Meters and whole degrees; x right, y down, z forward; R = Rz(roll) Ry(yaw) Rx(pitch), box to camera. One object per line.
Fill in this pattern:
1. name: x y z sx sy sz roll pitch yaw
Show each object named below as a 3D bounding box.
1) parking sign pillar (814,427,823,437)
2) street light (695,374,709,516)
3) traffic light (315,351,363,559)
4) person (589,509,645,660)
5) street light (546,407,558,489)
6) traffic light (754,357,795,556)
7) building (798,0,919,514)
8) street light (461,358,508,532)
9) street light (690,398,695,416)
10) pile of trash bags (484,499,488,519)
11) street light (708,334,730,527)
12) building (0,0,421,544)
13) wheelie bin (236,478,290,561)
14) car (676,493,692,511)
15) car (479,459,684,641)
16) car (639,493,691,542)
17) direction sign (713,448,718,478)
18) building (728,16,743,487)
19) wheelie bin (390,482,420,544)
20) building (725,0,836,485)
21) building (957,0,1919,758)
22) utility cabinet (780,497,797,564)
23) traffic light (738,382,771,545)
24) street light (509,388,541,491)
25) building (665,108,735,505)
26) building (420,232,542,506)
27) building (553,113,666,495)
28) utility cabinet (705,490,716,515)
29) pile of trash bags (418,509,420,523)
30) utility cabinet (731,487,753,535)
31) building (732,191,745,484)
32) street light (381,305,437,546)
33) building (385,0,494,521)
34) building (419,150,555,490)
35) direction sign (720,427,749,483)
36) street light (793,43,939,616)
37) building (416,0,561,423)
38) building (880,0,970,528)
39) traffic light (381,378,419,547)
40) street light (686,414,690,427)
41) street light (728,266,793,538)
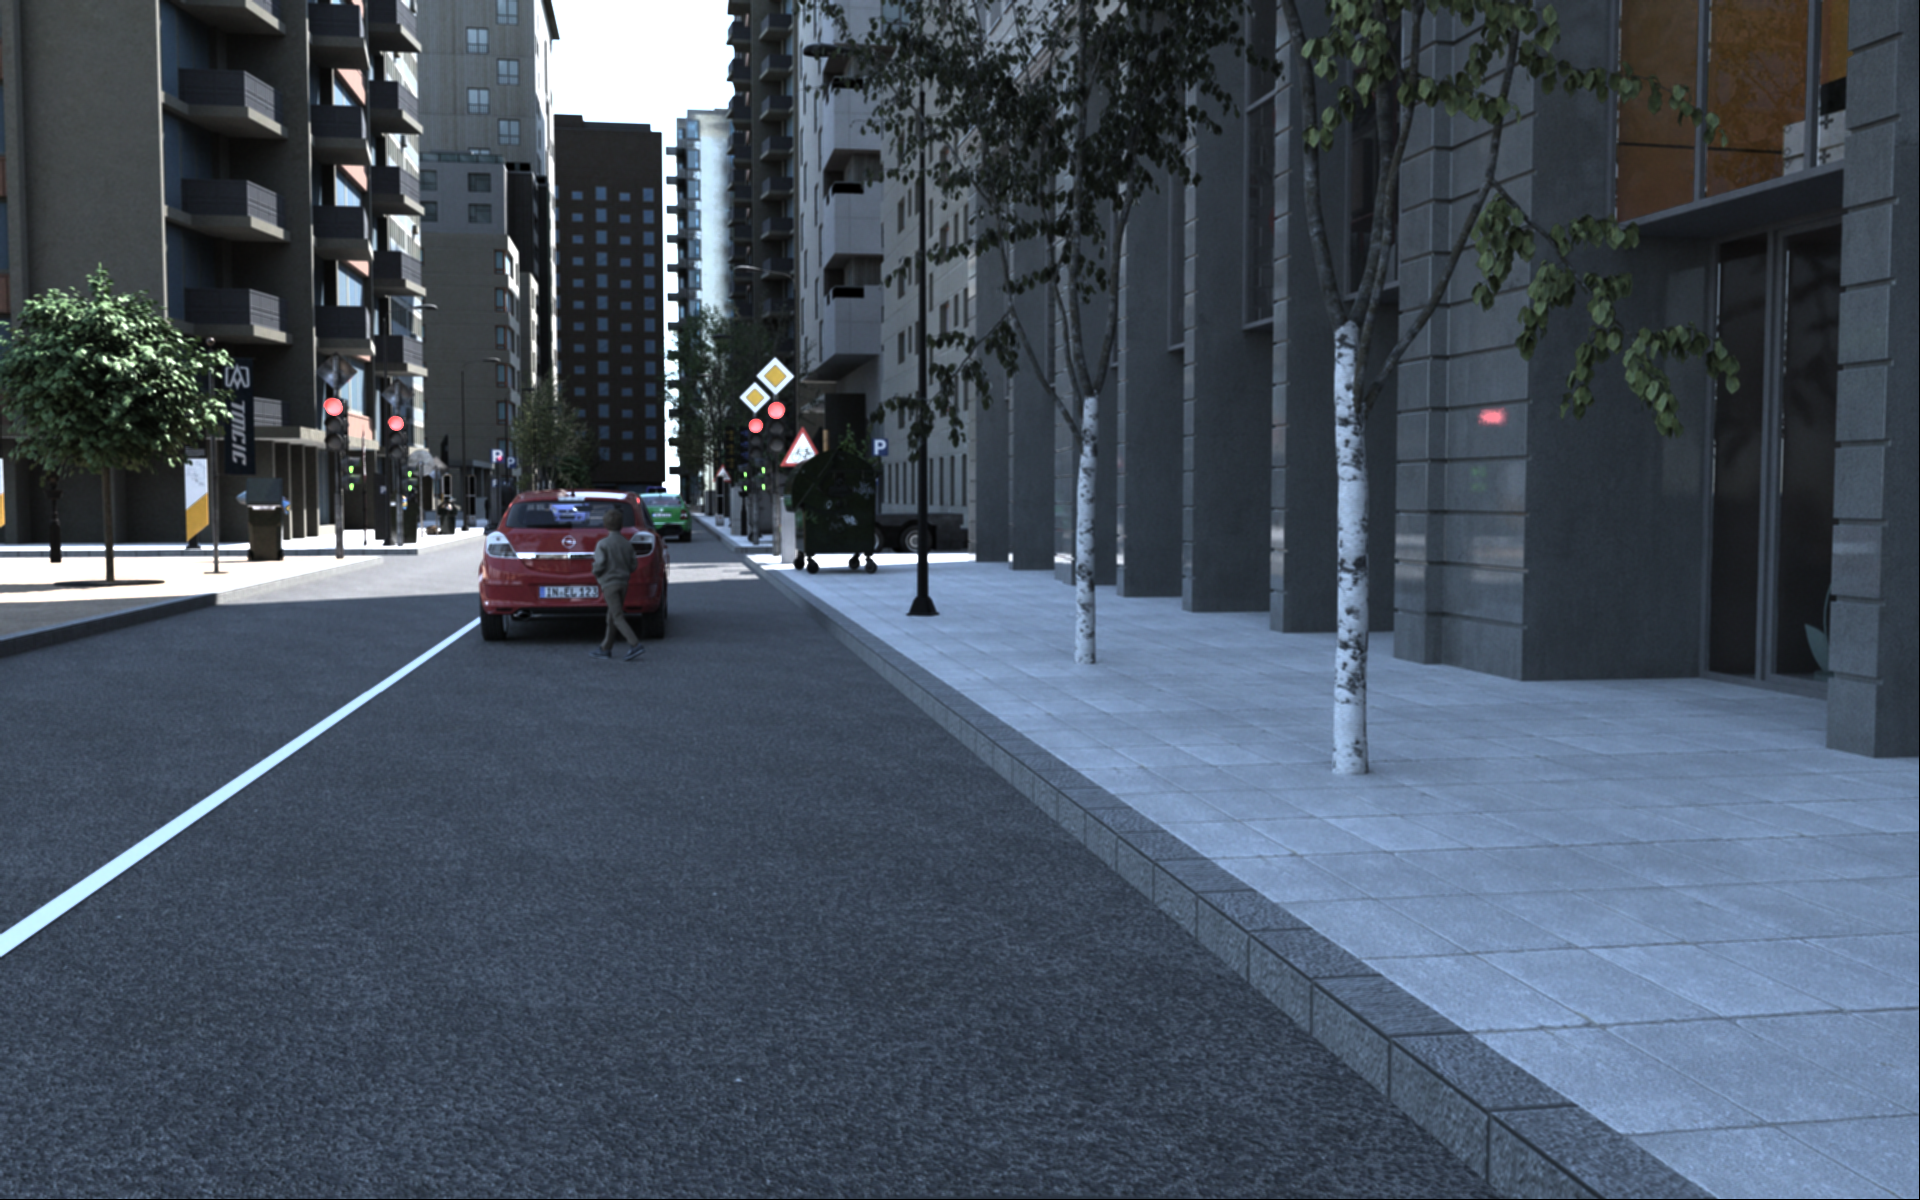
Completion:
1. parking sign pillar: -5.758 -5.007 70.337 1.447 3.967 1.447 -2 4 -27
2. street light: -9.395 -5.793 67.256 1.470 5.913 1.316 -1 4 -10
3. traffic light: -12.238 -2.764 34.112 0.839 4.253 0.868 -1 4 -10
4. person: -2.993 -0.135 14.972 0.640 1.303 0.475 2 4 25
5. street light: -22.145 -7.334 92.458 1.470 5.913 1.316 -1 4 -10
6. traffic light: -3.802 -2.853 35.566 0.839 4.253 0.868 -1 4 -10
7. building: 4.844 -31.401 102.648 28.713 52.752 27.495 -1 4 -10
8. street light: -16.448 -5.310 59.364 1.470 5.913 1.316 -1 4 -10
9. street light: -12.180 -6.805 83.808 1.470 5.913 1.316 -1 4 -10
10. pile of trash bags: -23.167 -4.781 87.921 1.912 1.369 3.447 -2 4 -23
11. street light: -6.497 -4.773 50.577 1.470 5.913 1.316 -1 4 -10
12. building: -29.785 -24.508 55.333 22.147 44.769 28.867 -1 4 -10
13. wheelie bin: -13.432 -1.561 33.427 0.980 1.594 0.693 -1 4 -17
14. car: -14.558 -4.762 86.893 2.155 1.783 4.494 0 4 -8
15. car: -4.043 -0.580 18.528 2.155 1.783 4.494 -1 4 -9
16. car: -9.174 -2.696 52.879 1.959 1.807 4.718 -1 4 -11
17. direction sign: -11.953 -5.756 86.111 0.379 3.537 0.876 2 4 34
18. building: -15.009 -45.394 180.439 20.563 71.187 20.611 -1 4 -10
19. wheelie bin: -14.396 -2.260 44.852 0.693 1.594 0.980 -3 4 -37
20. building: -7.747 -29.816 142.115 22.147 44.769 28.867 -1 4 -10
21. building: 7.937 -14.768 18.947 11.434 29.767 29.804 -1 4 -10
22. utility cabinet: -3.163 -1.281 32.101 0.306 1.237 1.020 0 4 -5
23. traffic light: -5.148 -3.334 43.437 0.839 4.253 0.868 -1 4 -10
24. street light: -19.319 -6.322 75.913 1.470 5.913 1.316 -1 4 -10
25. building: -21.149 -36.476 215.983 30.456 49.044 23.786 -1 4 -10
26. building: -46.110 -17.276 127.499 27.650 21.520 28.899 -1 4 -10
27. building: -42.685 -34.115 207.885 14.200 45.320 14.600 -1 4 -10
28. utility cabinet: -14.887 -5.783 103.227 0.318 1.500 1.173 1 4 13
29. pile of trash bags: -26.001 -4.159 77.745 3.447 1.369 1.912 -1 4 -20
30. utility cabinet: -6.578 -2.784 54.193 1.173 1.500 0.318 -2 4 -31
31. building: -14.433 -23.979 163.756 14.160 30.474 14.107 -1 4 -10
32. street light: -13.523 -4.282 42.556 1.470 5.913 1.316 -1 4 -10
33. building: -41.196 -24.251 88.390 32.217 40.220 23.993 -1 4 -10
34. building: -42.825 -23.111 149.559 14.160 30.474 14.107 -1 4 -10
35. direction sign: -7.530 -4.072 58.571 0.876 3.537 0.379 -2 4 -31
36. street light: -0.929 -2.787 18.113 1.470 5.913 1.316 -1 4 -10
37. building: -53.796 -35.524 170.058 27.495 52.752 28.713 -1 4 -10
38. building: 13.256 -13.228 61.319 28.899 21.520 27.650 -1 4 -10
39. traffic light: -13.584 -3.245 41.983 0.839 4.253 0.868 -1 4 -10
40. street light: -15.100 -7.848 100.848 1.470 5.913 1.316 -1 4 -10
41. street light: -3.918 -3.852 35.528 1.470 5.913 1.316 -1 4 -10
